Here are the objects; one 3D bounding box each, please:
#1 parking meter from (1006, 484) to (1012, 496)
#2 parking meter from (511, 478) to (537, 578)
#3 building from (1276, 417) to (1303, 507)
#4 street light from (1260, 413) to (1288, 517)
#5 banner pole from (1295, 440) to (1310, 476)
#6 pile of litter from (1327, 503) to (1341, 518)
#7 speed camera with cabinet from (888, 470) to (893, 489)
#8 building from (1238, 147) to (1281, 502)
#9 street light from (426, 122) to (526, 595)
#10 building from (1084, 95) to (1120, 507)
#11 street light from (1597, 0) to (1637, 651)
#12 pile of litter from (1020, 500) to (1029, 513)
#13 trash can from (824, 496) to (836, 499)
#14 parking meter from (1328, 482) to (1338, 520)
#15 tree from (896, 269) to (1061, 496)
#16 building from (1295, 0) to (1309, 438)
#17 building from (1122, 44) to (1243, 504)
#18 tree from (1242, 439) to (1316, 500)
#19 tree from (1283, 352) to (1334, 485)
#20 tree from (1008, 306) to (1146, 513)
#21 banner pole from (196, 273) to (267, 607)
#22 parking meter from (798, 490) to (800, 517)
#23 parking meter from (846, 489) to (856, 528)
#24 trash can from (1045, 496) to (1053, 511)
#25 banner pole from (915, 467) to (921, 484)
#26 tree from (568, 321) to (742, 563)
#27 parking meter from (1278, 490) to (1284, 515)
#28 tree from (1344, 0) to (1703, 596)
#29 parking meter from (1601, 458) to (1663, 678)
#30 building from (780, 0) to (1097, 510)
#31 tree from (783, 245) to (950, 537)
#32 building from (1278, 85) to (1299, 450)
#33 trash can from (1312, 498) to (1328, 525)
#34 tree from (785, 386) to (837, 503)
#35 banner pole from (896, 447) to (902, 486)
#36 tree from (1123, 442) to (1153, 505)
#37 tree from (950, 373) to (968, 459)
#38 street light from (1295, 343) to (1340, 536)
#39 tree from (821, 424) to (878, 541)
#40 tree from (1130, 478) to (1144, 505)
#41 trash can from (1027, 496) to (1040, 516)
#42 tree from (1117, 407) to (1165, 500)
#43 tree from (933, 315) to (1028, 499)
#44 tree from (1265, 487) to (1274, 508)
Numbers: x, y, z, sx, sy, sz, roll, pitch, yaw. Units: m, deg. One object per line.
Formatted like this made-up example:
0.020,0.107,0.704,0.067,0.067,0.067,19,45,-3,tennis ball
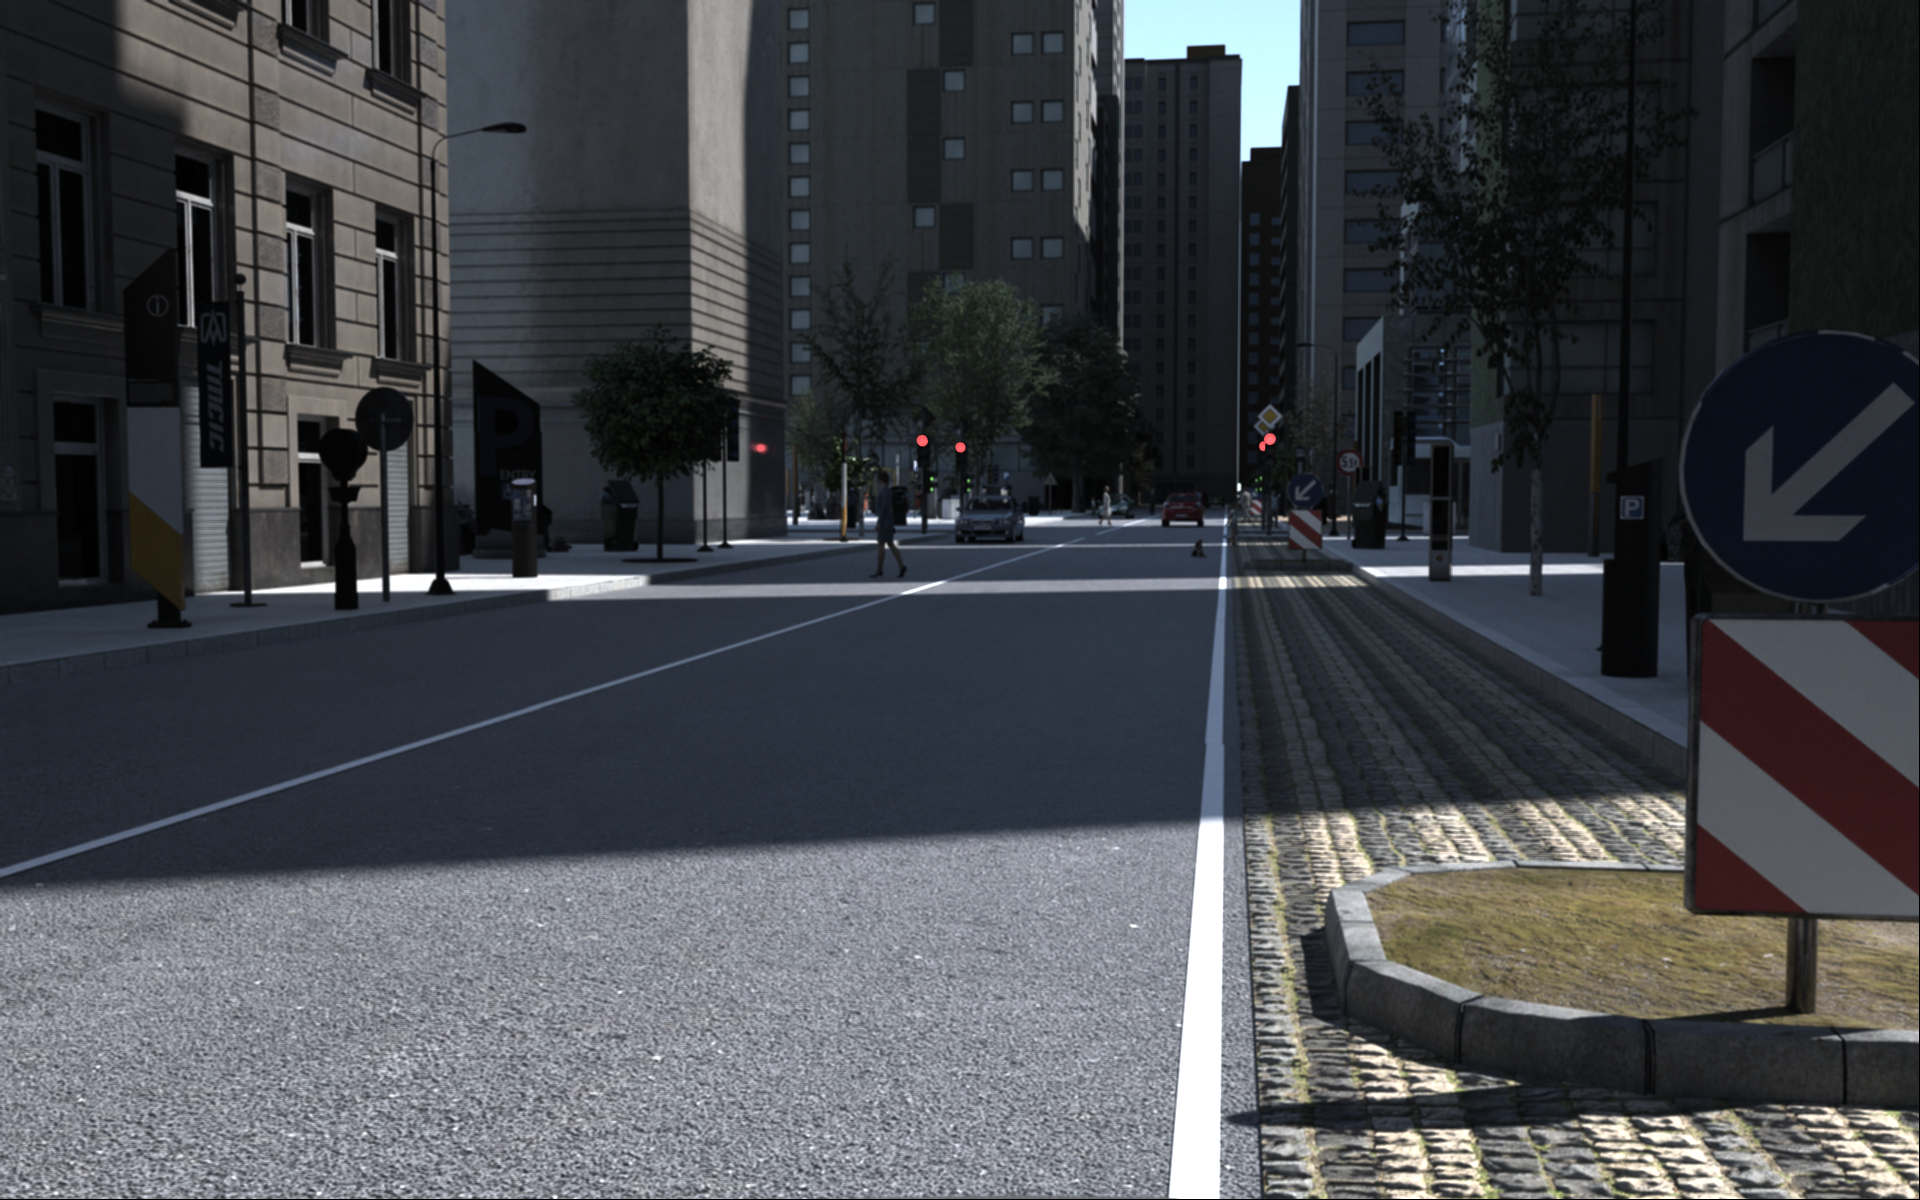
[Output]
2.914,-5.962,103.190,0.255,1.863,0.399,-2,4,-24,parking meter
-6.711,-1.117,26.678,0.372,1.533,0.369,0,3,0,parking meter
42.603,-45.020,174.332,20.563,71.187,20.611,1,4,9,building
17.580,-7.568,96.284,1.470,5.913,1.316,1,4,9,street light
15.968,-5.537,80.548,0.863,3.779,0.401,1,4,20,banner pole
20.083,-4.939,94.720,1.719,0.858,1.176,0,4,8,pile of litter
-5.028,-8.861,139.205,0.660,3.252,2.038,-3,5,-44,speed camera with cabinet
43.658,-35.217,225.905,14.200,45.320,14.600,1,4,9,building
-6.105,-3.017,21.868,1.470,5.913,1.316,1,4,9,street light
8.465,-29.959,173.431,14.154,41.232,14.086,1,4,9,building
4.869,-2.543,14.113,1.470,5.913,1.316,1,4,9,street light
4.628,-6.354,117.845,1.176,0.858,1.719,2,4,33,pile of litter
-7.994,-5.816,106.747,0.748,1.137,0.748,0,3,0,trash can
18.564,-4.925,86.230,0.399,1.863,0.255,3,4,38,parking meter
0.887,-9.411,79.621,9.928,11.665,9.643,0,3,0,tree
43.420,-34.306,150.145,28.713,52.752,27.495,1,4,9,building
23.282,-42.232,232.499,28.212,58.520,21.231,1,4,9,building
19.717,-7.378,104.344,4.285,4.588,4.351,0,3,0,tree
18.735,-8.595,90.896,4.360,8.622,3.978,0,3,0,tree
7.748,-12.818,116.236,9.857,13.997,8.962,0,3,0,tree
-8.388,-1.824,19.838,0.863,3.779,0.401,1,4,19,banner pole
-9.025,-5.341,95.728,0.372,1.533,0.369,0,3,0,parking meter
-4.093,-3.460,64.986,0.372,1.533,0.369,0,3,0,parking meter
6.739,-7.320,131.332,0.748,1.137,0.748,0,3,0,trash can
-3.181,-8.646,131.379,0.863,3.779,0.401,2,4,33,banner pole
-5.781,-3.006,32.862,4.285,4.588,4.351,0,3,0,tree
20.059,-6.101,108.163,0.372,1.533,0.369,0,3,0,parking meter
7.060,-4.365,21.729,4.360,8.622,3.978,0,3,0,tree
4.738,-0.233,12.219,0.372,1.533,0.369,0,3,0,parking meter
-2.157,-34.504,153.386,28.713,52.752,27.495,1,4,9,building
-2.734,-6.224,52.118,4.360,8.622,3.978,0,3,0,tree
47.256,-34.982,195.657,21.300,48.544,21.600,1,4,9,building
14.724,-3.625,70.914,0.748,1.137,0.748,0,3,0,trash can
-9.790,-10.126,115.914,4.737,8.622,4.395,0,3,0,tree
-3.293,-6.312,93.222,0.401,3.779,0.863,-2,4,-25,banner pole
21.613,-15.797,208.647,4.737,8.622,4.395,0,3,0,tree
-1.672,-9.033,98.051,4.360,8.622,3.978,0,3,0,tree
10.982,-4.936,53.240,1.470,5.913,1.316,1,4,9,street light
-3.327,-3.253,47.782,1.663,3.219,1.824,0,3,0,tree
20.692,-12.743,202.943,1.663,3.219,1.824,0,3,0,tree
4.402,-5.618,103.511,0.748,1.137,0.748,0,3,0,trash can
18.595,-15.348,185.355,7.601,10.594,8.767,-2,4,-25,tree
0.845,-7.430,71.844,4.737,8.622,4.395,0,3,0,tree
29.244,-10.378,164.286,1.663,3.219,1.824,0,3,0,tree
